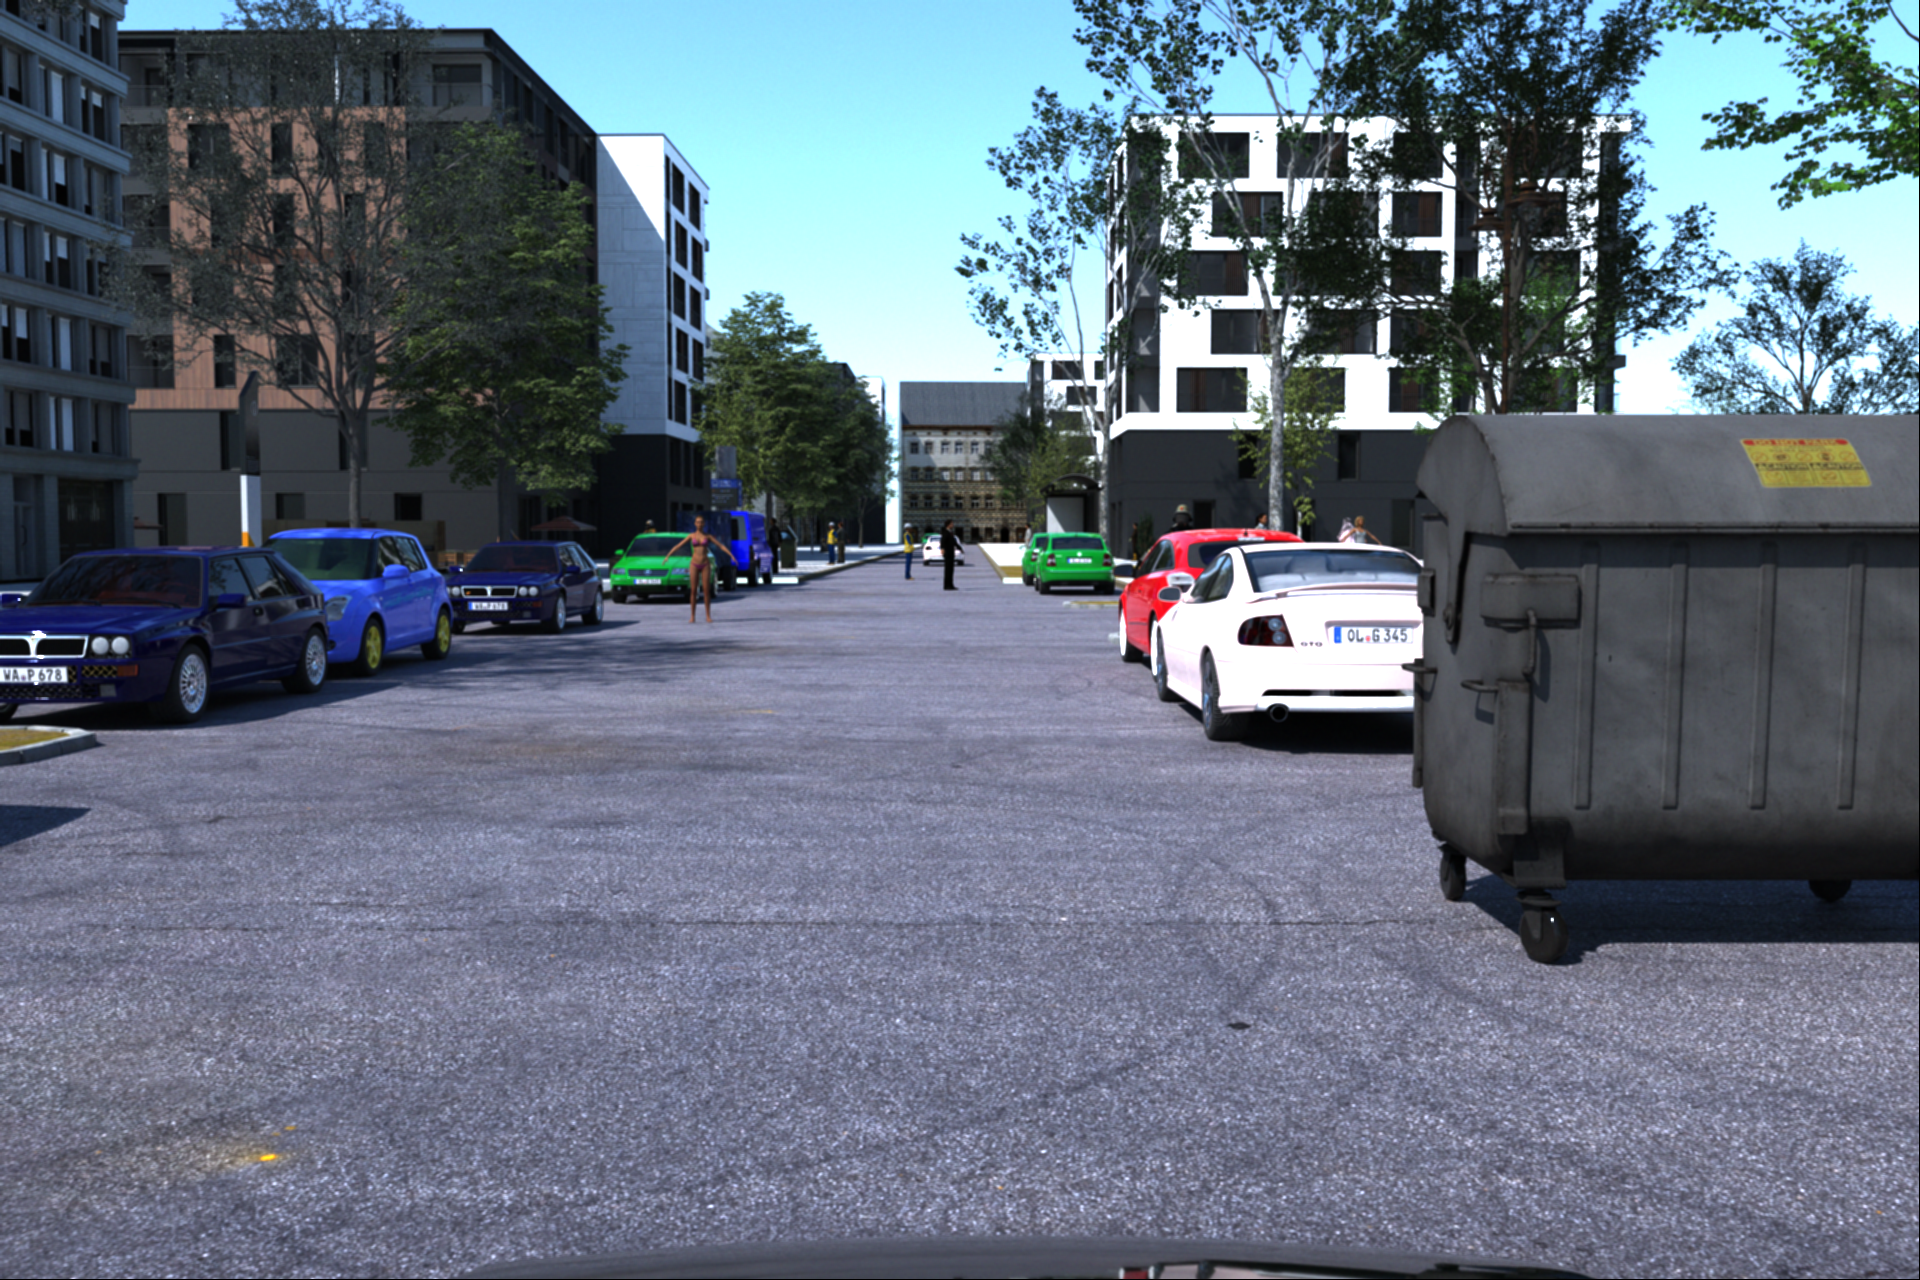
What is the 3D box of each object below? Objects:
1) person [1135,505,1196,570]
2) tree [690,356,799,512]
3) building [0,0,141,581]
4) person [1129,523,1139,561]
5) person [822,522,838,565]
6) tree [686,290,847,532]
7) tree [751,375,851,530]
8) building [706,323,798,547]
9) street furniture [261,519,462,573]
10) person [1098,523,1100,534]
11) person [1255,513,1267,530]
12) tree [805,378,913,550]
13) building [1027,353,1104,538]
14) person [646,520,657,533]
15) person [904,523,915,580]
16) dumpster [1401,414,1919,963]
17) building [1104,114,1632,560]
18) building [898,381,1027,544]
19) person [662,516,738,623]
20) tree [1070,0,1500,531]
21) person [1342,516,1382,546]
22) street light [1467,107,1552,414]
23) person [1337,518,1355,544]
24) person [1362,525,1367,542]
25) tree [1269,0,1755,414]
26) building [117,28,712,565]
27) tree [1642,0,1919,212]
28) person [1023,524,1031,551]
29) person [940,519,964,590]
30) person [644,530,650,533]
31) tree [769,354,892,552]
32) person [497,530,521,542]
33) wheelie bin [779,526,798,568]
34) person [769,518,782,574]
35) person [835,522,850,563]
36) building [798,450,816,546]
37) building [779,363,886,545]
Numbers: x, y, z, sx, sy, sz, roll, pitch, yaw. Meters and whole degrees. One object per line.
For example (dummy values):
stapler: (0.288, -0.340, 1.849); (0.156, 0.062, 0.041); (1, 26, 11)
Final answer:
person: (3.231, -1.039, 25.221); (1.354, 1.856, 0.705); (1, 4, 16)
tree: (-9.140, -7.451, 72.182); (4.737, 8.622, 4.395); (0, 3, 0)
building: (-28.352, -11.976, 42.486); (8.464, 21.280, 15.925); (0, 4, 1)
person: (8.348, -4.682, 82.680); (0.704, 1.812, 1.346); (1, 4, 22)
person: (-5.425, -4.020, 72.193); (0.721, 1.772, 1.216); (-2, 4, -33)
tree: (-9.389, -9.992, 81.499); (7.486, 12.596, 7.792); (0, 3, 0)
tree: (-9.331, -10.013, 98.122); (7.601, 10.594, 8.767); (-3, 5, -44)
building: (-26.641, -21.022, 174.631); (19.493, 23.208, 18.063); (0, 4, 1)
street furniture: (-20.409, -3.032, 56.421); (11.010, 1.723, 9.812); (-1, 4, -9)
person: (6.356, -4.374, 77.444); (0.705, 1.837, 1.347); (1, 4, 19)
person: (6.670, -1.894, 37.794); (0.721, 1.735, 1.217); (3, 4, 39)
tree: (-9.298, -13.812, 136.202); (12.009, 13.543, 11.850); (0, 3, 0)
building: (22.022, -22.460, 211.191); (27.936, 21.610, 32.646); (0, 4, 1)
person: (-12.910, -4.056, 72.082); (0.705, 1.858, 1.354); (-3, 5, -44)
person: (-1.535, -2.782, 54.400); (0.721, 1.772, 1.216); (0, 4, -6)
dumpster: (2.644, 0.120, 6.252); (1.865, 1.857, 1.264); (0, 4, 0)
building: (22.132, -15.714, 100.893); (27.936, 21.610, 32.646); (0, 3, 0)
building: (0.400, -25.340, 247.690); (18.063, 23.208, 19.493); (0, 4, -4)
person: (-4.212, -1.152, 28.094); (1.217, 1.733, 0.721); (-1, 4, -9)
tree: (10.085, -11.658, 46.505); (12.611, 20.169, 13.585); (0, 3, 0)
person: (10.578, -2.389, 45.671); (1.214, 1.753, 0.721); (-1, 4, -13)
street light: (6.094, -2.849, 19.377); (0.468, 5.910, 1.993); (0, 3, 0)
person: (10.991, -2.599, 49.210); (0.621, 1.740, 0.551); (3, 4, 36)
person: (17.123, -4.141, 73.832); (0.704, 1.817, 1.347); (0, 4, 4)
tree: (8.040, -5.637, 26.572); (7.601, 10.594, 8.767); (-2, 4, -28)
building: (-29.073, -14.856, 86.873); (27.936, 21.610, 32.646); (0, 4, 1)
tree: (9.058, -5.394, 13.941); (9.928, 11.665, 9.643); (0, 3, 0)
person: (3.403, -4.962, 87.311); (0.705, 1.806, 1.347); (0, 4, -7)
person: (-0.250, -2.182, 44.326); (0.705, 1.806, 1.347); (2, 4, 23)
person: (-11.515, -3.359, 64.188); (0.599, 1.433, 0.991); (-2, 4, -24)
tree: (-9.518, -13.099, 120.821); (9.857, 13.997, 8.962); (0, 3, 0)
person: (-18.253, -3.923, 69.996); (0.705, 1.847, 1.347); (2, 4, 28)
wheelie bin: (-6.428, -3.474, 64.710); (0.693, 1.594, 0.980); (0, 4, 2)
person: (-6.080, -3.062, 56.294); (0.704, 1.802, 1.346); (1, 4, 22)
person: (-5.317, -4.331, 77.084); (0.705, 1.796, 1.348); (3, 4, 38)
building: (-26.466, -22.370, 196.675); (19.493, 23.208, 18.063); (0, 3, 0)
building: (-24.076, -23.158, 222.613); (27.936, 21.610, 32.646); (0, 4, 0)
